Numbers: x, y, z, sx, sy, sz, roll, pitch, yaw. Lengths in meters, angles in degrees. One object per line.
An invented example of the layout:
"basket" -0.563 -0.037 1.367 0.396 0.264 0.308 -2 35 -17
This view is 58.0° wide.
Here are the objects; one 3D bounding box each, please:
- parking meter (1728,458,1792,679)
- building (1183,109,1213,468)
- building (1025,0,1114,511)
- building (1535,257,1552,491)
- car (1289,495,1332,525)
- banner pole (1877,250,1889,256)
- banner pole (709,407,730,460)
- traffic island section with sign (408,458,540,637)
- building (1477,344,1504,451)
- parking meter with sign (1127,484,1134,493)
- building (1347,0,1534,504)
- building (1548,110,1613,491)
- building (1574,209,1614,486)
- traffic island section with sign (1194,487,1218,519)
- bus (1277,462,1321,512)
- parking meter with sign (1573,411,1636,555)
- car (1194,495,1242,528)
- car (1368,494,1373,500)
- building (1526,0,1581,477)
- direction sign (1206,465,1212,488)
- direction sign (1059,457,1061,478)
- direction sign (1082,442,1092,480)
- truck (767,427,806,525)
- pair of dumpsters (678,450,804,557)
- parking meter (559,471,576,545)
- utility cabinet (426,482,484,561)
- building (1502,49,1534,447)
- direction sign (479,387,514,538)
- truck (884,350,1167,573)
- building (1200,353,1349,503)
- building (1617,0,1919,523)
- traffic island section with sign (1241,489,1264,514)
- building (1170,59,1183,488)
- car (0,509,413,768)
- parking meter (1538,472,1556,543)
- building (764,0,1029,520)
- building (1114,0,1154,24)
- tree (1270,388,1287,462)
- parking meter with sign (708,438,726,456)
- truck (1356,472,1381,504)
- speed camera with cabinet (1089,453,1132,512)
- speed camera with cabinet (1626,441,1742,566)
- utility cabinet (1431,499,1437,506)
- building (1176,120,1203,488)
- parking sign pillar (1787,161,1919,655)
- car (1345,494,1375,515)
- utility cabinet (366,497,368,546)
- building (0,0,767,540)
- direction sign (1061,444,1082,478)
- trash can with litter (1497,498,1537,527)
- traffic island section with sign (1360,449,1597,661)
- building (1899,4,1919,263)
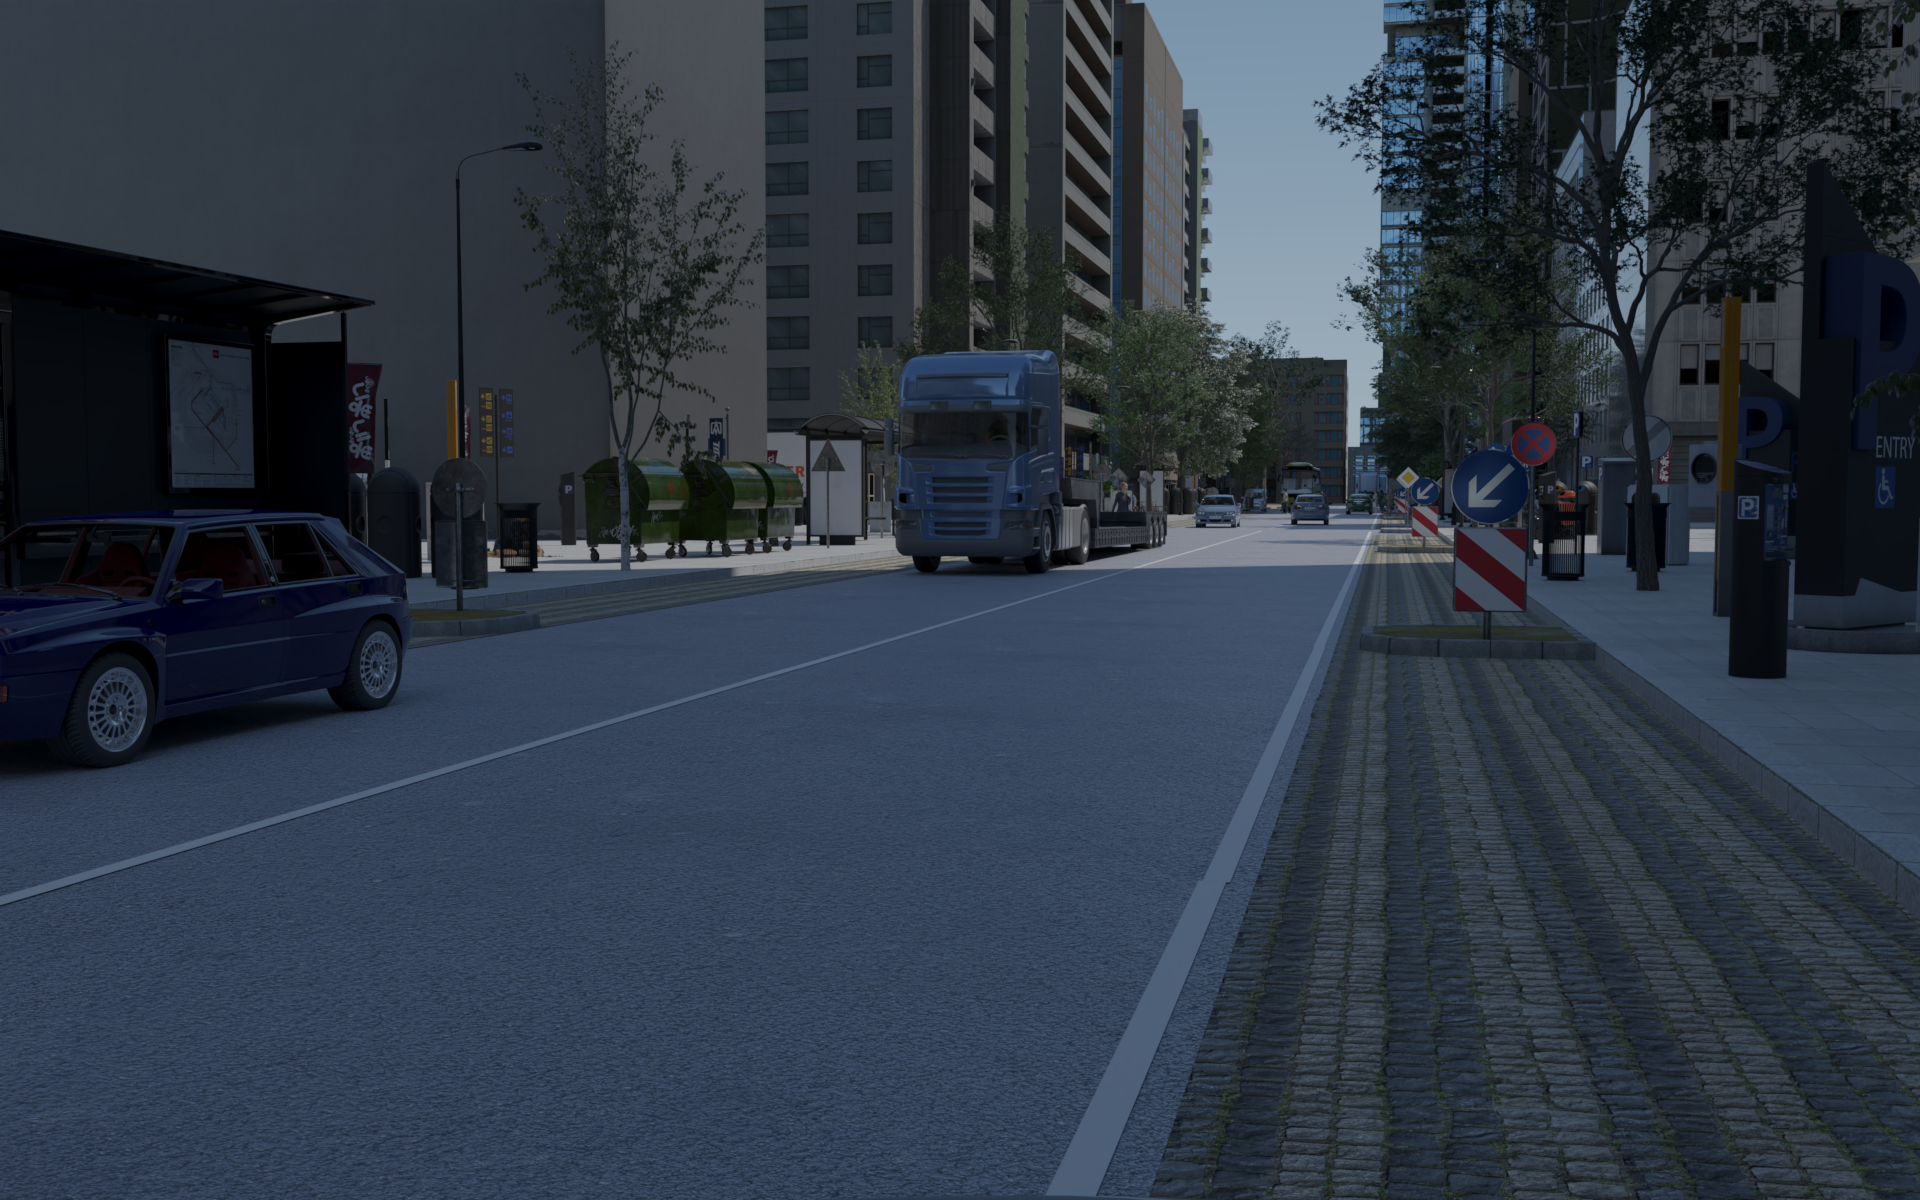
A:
"parking meter" 5.613 -0.229 12.149 0.372 1.533 0.369 0 3 0
"building" 14.431 -35.983 207.935 30.456 49.044 23.786 1 4 14
"building" -1.140 -30.673 125.212 21.300 48.544 21.600 1 4 14
"building" 51.100 -18.548 132.940 12.332 23.373 15.834 1 4 14
"car" 16.561 -4.272 81.848 2.014 1.417 4.499 1 4 13
"banner pole" 9.357 -1.715 18.058 0.401 3.779 0.863 -1 4 -20
"banner pole" -6.894 -3.670 50.015 0.863 3.779 0.401 2 4 26
"traffic island section with sign" -5.558 -0.588 18.239 1.989 1.847 2.006 1 4 14
"building" 72.182 -21.165 191.082 27.650 21.520 28.899 1 4 14
"parking meter with sign" 12.584 -8.132 129.220 1.738 3.016 0.543 0 4 -7
"building" 70.341 -56.713 239.931 31.000 86.520 22.319 1 4 14
"building" 46.578 -18.192 115.467 12.078 24.808 19.932 1 4 14
"building" 41.080 -14.845 97.468 10.420 20.320 16.860 1 4 14
"traffic island section with sign" 14.599 -5.580 99.861 1.989 1.847 2.006 1 4 14
"bus" 27.151 -8.950 137.873 2.896 3.916 12.252 1 4 14
"parking meter with sign" 13.850 -2.460 36.475 1.738 3.016 0.543 0 4 7
"car" 11.195 -3.851 74.966 2.014 1.417 4.499 1 4 12
"car" 42.735 -10.546 182.216 2.009 1.686 4.222 1 4 16
"building" 59.379 -43.641 151.790 20.563 71.187 20.611 1 4 14
"direction sign" 17.902 -8.112 124.634 0.379 3.537 0.876 -1 4 -19
"direction sign" 5.942 -6.938 105.427 0.876 3.537 0.379 -2 4 -32
"direction sign" 5.663 -5.092 75.256 0.379 3.537 0.876 1 4 10
"truck" -9.937 -5.264 74.972 11.283 4.237 2.839 1 4 16
"pair of dumpsters" -4.758 -2.110 36.987 1.574 2.255 4.437 1 4 14
"parking meter" -9.817 -2.300 43.312 0.399 1.863 0.255 -1 4 -21
"utility cabinet" -9.477 -1.460 32.552 1.173 1.500 0.318 2 4 28
"building" 61.407 -31.837 170.645 14.600 45.320 14.200 1 4 14
"direction sign" -9.903 -2.757 37.067 0.379 3.537 0.876 3 4 36
"truck" 2.148 -2.969 38.310 2.967 4.110 18.799 1 4 14
"building" 41.542 -24.931 252.660 28.899 21.520 27.650 1 4 14
"building" 41.421 -16.017 79.897 19.932 24.808 12.078 1 4 14
"traffic island section with sign" 21.290 -7.241 127.014 1.989 1.847 2.006 1 4 14
"building" 14.280 -31.929 172.154 14.600 45.320 14.200 1 4 14
"car" -4.976 0.132 10.427 1.945 1.354 3.894 1 4 13
"parking meter" 15.267 -2.407 45.066 0.399 1.863 0.255 -1 4 -16
"building" -4.641 -19.578 91.807 14.160 30.474 14.107 1 4 14
"building" 10.803 -31.066 158.045 14.600 45.320 14.200 1 4 14
"tree" 25.448 -14.068 155.774 9.928 11.665 9.643 0 3 0
"parking meter with sign" -7.681 -3.492 53.359 0.543 3.016 1.738 0 4 6
"truck" 48.482 -13.204 205.636 2.967 4.110 18.799 1 4 13
"speed camera with cabinet" 7.331 -5.505 84.350 2.038 3.252 0.660 0 4 -2
"speed camera with cabinet" 12.886 -2.235 30.883 0.660 3.252 2.038 -2 4 -26
"utility cabinet" 38.035 -7.864 139.736 1.020 1.237 0.306 1 4 22
"building" 18.162 -30.732 186.067 14.154 41.232 14.086 1 4 14
"parking sign pillar" 7.523 -1.588 14.438 1.447 3.967 1.447 -3 4 -37
"car" 28.287 -6.774 122.560 2.131 1.459 4.920 1 4 14
"utility cabinet" -13.621 -1.787 40.379 1.020 1.237 0.306 -2 4 -24
"building" -19.518 -16.102 56.768 24.014 27.812 14.314 1 4 14
"direction sign" 5.203 -5.322 79.008 0.876 3.537 0.379 1 4 17
"trash can with litter" 13.315 -1.861 41.820 1.055 1.170 0.624 -3 5 -43
"traffic island section with sign" 4.718 -0.447 15.944 1.989 1.847 2.006 1 4 14
"building" 31.931 -26.580 23.819 28.713 52.752 27.495 1 4 14
